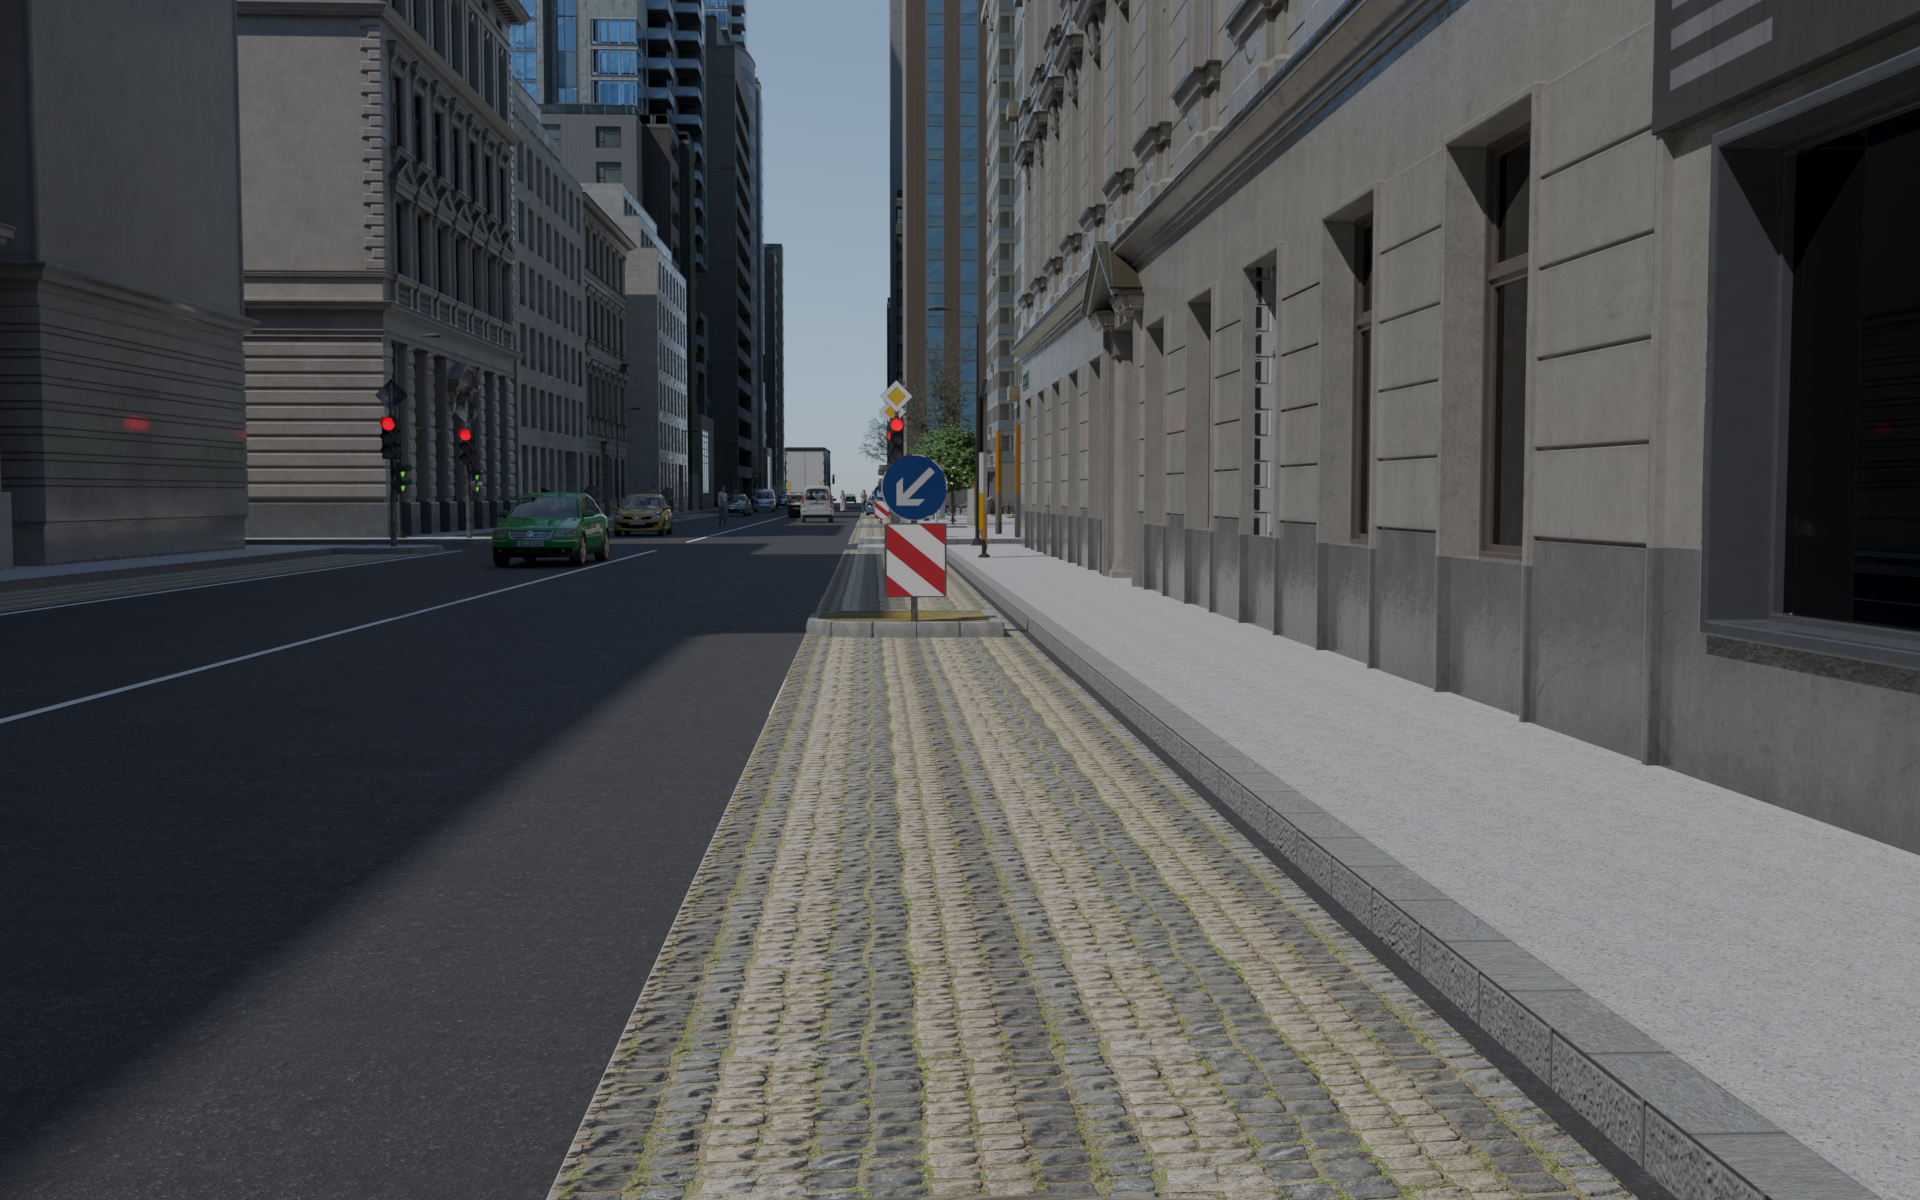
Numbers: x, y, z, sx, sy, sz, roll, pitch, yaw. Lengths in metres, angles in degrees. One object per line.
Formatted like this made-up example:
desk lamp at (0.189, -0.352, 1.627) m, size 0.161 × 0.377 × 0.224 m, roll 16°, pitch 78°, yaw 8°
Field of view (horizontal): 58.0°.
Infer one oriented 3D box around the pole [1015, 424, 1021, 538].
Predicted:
pole at (1.701, -3.486, 50.845) m, size 0.158 × 3.312 × 0.155 m, roll 0°, pitch 3°, yaw 0°

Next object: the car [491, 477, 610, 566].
car at (-8.403, -1.649, 35.751) m, size 1.959 × 1.807 × 4.718 m, roll 0°, pitch 4°, yaw -2°

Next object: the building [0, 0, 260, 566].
building at (-26.280, -12.138, 34.612) m, size 21.152 × 22.565 × 11.583 m, roll 0°, pitch 4°, yaw -3°

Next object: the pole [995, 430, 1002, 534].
pole at (1.240, -3.764, 55.382) m, size 0.158 × 3.312 × 0.155 m, roll 0°, pitch 3°, yaw 0°

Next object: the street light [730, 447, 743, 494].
street light at (-21.843, -12.029, 169.214) m, size 1.470 × 5.913 × 1.316 m, roll 0°, pitch 4°, yaw -3°

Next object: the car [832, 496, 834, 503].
car at (-20.588, -15.943, 270.254) m, size 1.945 × 1.707 × 3.694 m, roll 0°, pitch 4°, yaw -3°

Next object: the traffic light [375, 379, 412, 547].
traffic light at (-13.829, -3.261, 42.232) m, size 0.839 × 4.253 × 0.868 m, roll 0°, pitch 4°, yaw -3°

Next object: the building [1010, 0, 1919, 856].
building at (10.467, -14.955, 20.935) m, size 17.030 × 29.872 × 44.131 m, roll 0°, pitch 4°, yaw -3°

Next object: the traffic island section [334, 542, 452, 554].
traffic island section at (-13.870, -1.228, 42.364) m, size 2.009 × 0.180 × 2.903 m, roll 0°, pitch 4°, yaw -3°

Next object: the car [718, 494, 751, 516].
car at (-14.669, -6.189, 112.991) m, size 2.131 × 1.459 × 4.920 m, roll 0°, pitch 4°, yaw -2°

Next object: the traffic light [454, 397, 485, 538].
traffic light at (-14.238, -3.748, 50.207) m, size 0.839 × 4.253 × 0.868 m, roll 0°, pitch 4°, yaw -3°

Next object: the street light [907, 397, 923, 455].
street light at (-2.133, -6.699, 82.066) m, size 1.470 × 5.913 × 1.316 m, roll 0°, pitch 4°, yaw -3°

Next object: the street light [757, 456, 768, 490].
street light at (-23.916, -14.494, 209.514) m, size 1.470 × 5.913 × 1.316 m, roll 0°, pitch 4°, yaw -3°

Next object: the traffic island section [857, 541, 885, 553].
traffic island section at (-1.544, -1.267, 42.989) m, size 2.009 × 0.180 × 2.903 m, roll 0°, pitch 4°, yaw -3°

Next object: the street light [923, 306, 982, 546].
street light at (-0.106, -4.305, 42.935) m, size 1.470 × 5.913 × 1.316 m, roll 0°, pitch 4°, yaw -3°

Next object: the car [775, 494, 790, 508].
car at (-18.039, -10.110, 177.095) m, size 2.131 × 1.459 × 4.920 m, roll 0°, pitch 4°, yaw -3°

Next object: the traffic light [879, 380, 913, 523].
traffic light at (-1.585, -3.300, 42.873) m, size 0.839 × 4.253 × 0.868 m, roll 0°, pitch 4°, yaw -3°

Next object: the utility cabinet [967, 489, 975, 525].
utility cabinet at (0.560, -3.797, 70.757) m, size 0.318 × 1.500 × 1.173 m, roll 1°, pitch 4°, yaw 13°

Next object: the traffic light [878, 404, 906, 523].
traffic light at (-1.993, -3.788, 50.848) m, size 0.839 × 4.253 × 0.868 m, roll 0°, pitch 4°, yaw -3°

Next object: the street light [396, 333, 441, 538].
street light at (-15.716, -4.750, 50.204) m, size 1.470 × 5.913 × 1.316 m, roll 0°, pitch 4°, yaw -3°

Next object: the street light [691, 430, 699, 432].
street light at (-19.730, -9.415, 126.474) m, size 1.470 × 5.913 × 1.316 m, roll 0°, pitch 4°, yaw -3°

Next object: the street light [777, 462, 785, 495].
street light at (-26.070, -17.136, 252.712) m, size 1.470 × 5.913 × 1.316 m, roll 0°, pitch 4°, yaw -3°

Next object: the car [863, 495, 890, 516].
car at (-5.014, -5.872, 108.013) m, size 2.014 × 1.417 × 4.499 m, roll 0°, pitch 4°, yaw -3°

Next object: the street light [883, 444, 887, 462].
street light at (-6.068, -11.429, 159.404) m, size 1.470 × 5.913 × 1.316 m, roll 0°, pitch 4°, yaw -3°

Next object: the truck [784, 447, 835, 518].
truck at (-9.445, -7.337, 108.865) m, size 2.839 × 4.237 × 11.283 m, roll 0°, pitch 4°, yaw -2°

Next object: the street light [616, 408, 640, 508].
street light at (-17.868, -7.373, 93.086) m, size 1.470 × 5.913 × 1.316 m, roll 0°, pitch 4°, yaw -3°

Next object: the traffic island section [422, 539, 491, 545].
traffic island section at (-14.278, -1.716, 50.339) m, size 2.009 × 0.180 × 2.903 m, roll 0°, pitch 4°, yaw -3°

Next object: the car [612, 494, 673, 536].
car at (-11.025, -3.065, 60.330) m, size 2.015 × 1.641 × 3.980 m, roll 0°, pitch 4°, yaw -4°

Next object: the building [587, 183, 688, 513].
building at (-24.261, -15.915, 114.968) m, size 10.420 × 20.320 × 16.860 m, roll 0°, pitch 4°, yaw -3°

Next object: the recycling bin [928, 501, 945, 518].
recycling bin at (-1.264, -4.898, 92.631) m, size 0.722 × 1.027 × 0.722 m, roll 2°, pitch 4°, yaw 26°

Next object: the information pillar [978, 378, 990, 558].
information pillar at (0.472, -2.660, 34.846) m, size 0.183 × 3.616 × 0.504 m, roll 1°, pitch 4°, yaw 11°

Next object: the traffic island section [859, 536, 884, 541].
traffic island section at (-1.953, -1.754, 50.964) m, size 2.009 × 0.180 × 2.903 m, roll 0°, pitch 4°, yaw -3°

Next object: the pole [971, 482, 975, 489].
pole at (0.651, -5.524, 84.153) m, size 0.158 × 3.312 × 0.155 m, roll 0°, pitch 3°, yaw 0°

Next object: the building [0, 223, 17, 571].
building at (-21.741, -14.055, 17.186) m, size 14.401 × 28.519 × 23.554 m, roll 0°, pitch 4°, yaw -3°

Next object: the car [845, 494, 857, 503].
car at (-17.015, -15.921, 269.101) m, size 1.959 × 1.807 × 4.718 m, roll 0°, pitch 4°, yaw -4°

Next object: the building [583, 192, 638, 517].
building at (-24.368, -14.136, 95.745) m, size 10.561 × 19.102 × 19.286 m, roll 0°, pitch 4°, yaw -3°

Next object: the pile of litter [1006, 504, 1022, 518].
pile of litter at (3.045, -4.796, 92.371) m, size 1.176 × 0.858 × 1.719 m, roll -1°, pitch 4°, yaw -8°
